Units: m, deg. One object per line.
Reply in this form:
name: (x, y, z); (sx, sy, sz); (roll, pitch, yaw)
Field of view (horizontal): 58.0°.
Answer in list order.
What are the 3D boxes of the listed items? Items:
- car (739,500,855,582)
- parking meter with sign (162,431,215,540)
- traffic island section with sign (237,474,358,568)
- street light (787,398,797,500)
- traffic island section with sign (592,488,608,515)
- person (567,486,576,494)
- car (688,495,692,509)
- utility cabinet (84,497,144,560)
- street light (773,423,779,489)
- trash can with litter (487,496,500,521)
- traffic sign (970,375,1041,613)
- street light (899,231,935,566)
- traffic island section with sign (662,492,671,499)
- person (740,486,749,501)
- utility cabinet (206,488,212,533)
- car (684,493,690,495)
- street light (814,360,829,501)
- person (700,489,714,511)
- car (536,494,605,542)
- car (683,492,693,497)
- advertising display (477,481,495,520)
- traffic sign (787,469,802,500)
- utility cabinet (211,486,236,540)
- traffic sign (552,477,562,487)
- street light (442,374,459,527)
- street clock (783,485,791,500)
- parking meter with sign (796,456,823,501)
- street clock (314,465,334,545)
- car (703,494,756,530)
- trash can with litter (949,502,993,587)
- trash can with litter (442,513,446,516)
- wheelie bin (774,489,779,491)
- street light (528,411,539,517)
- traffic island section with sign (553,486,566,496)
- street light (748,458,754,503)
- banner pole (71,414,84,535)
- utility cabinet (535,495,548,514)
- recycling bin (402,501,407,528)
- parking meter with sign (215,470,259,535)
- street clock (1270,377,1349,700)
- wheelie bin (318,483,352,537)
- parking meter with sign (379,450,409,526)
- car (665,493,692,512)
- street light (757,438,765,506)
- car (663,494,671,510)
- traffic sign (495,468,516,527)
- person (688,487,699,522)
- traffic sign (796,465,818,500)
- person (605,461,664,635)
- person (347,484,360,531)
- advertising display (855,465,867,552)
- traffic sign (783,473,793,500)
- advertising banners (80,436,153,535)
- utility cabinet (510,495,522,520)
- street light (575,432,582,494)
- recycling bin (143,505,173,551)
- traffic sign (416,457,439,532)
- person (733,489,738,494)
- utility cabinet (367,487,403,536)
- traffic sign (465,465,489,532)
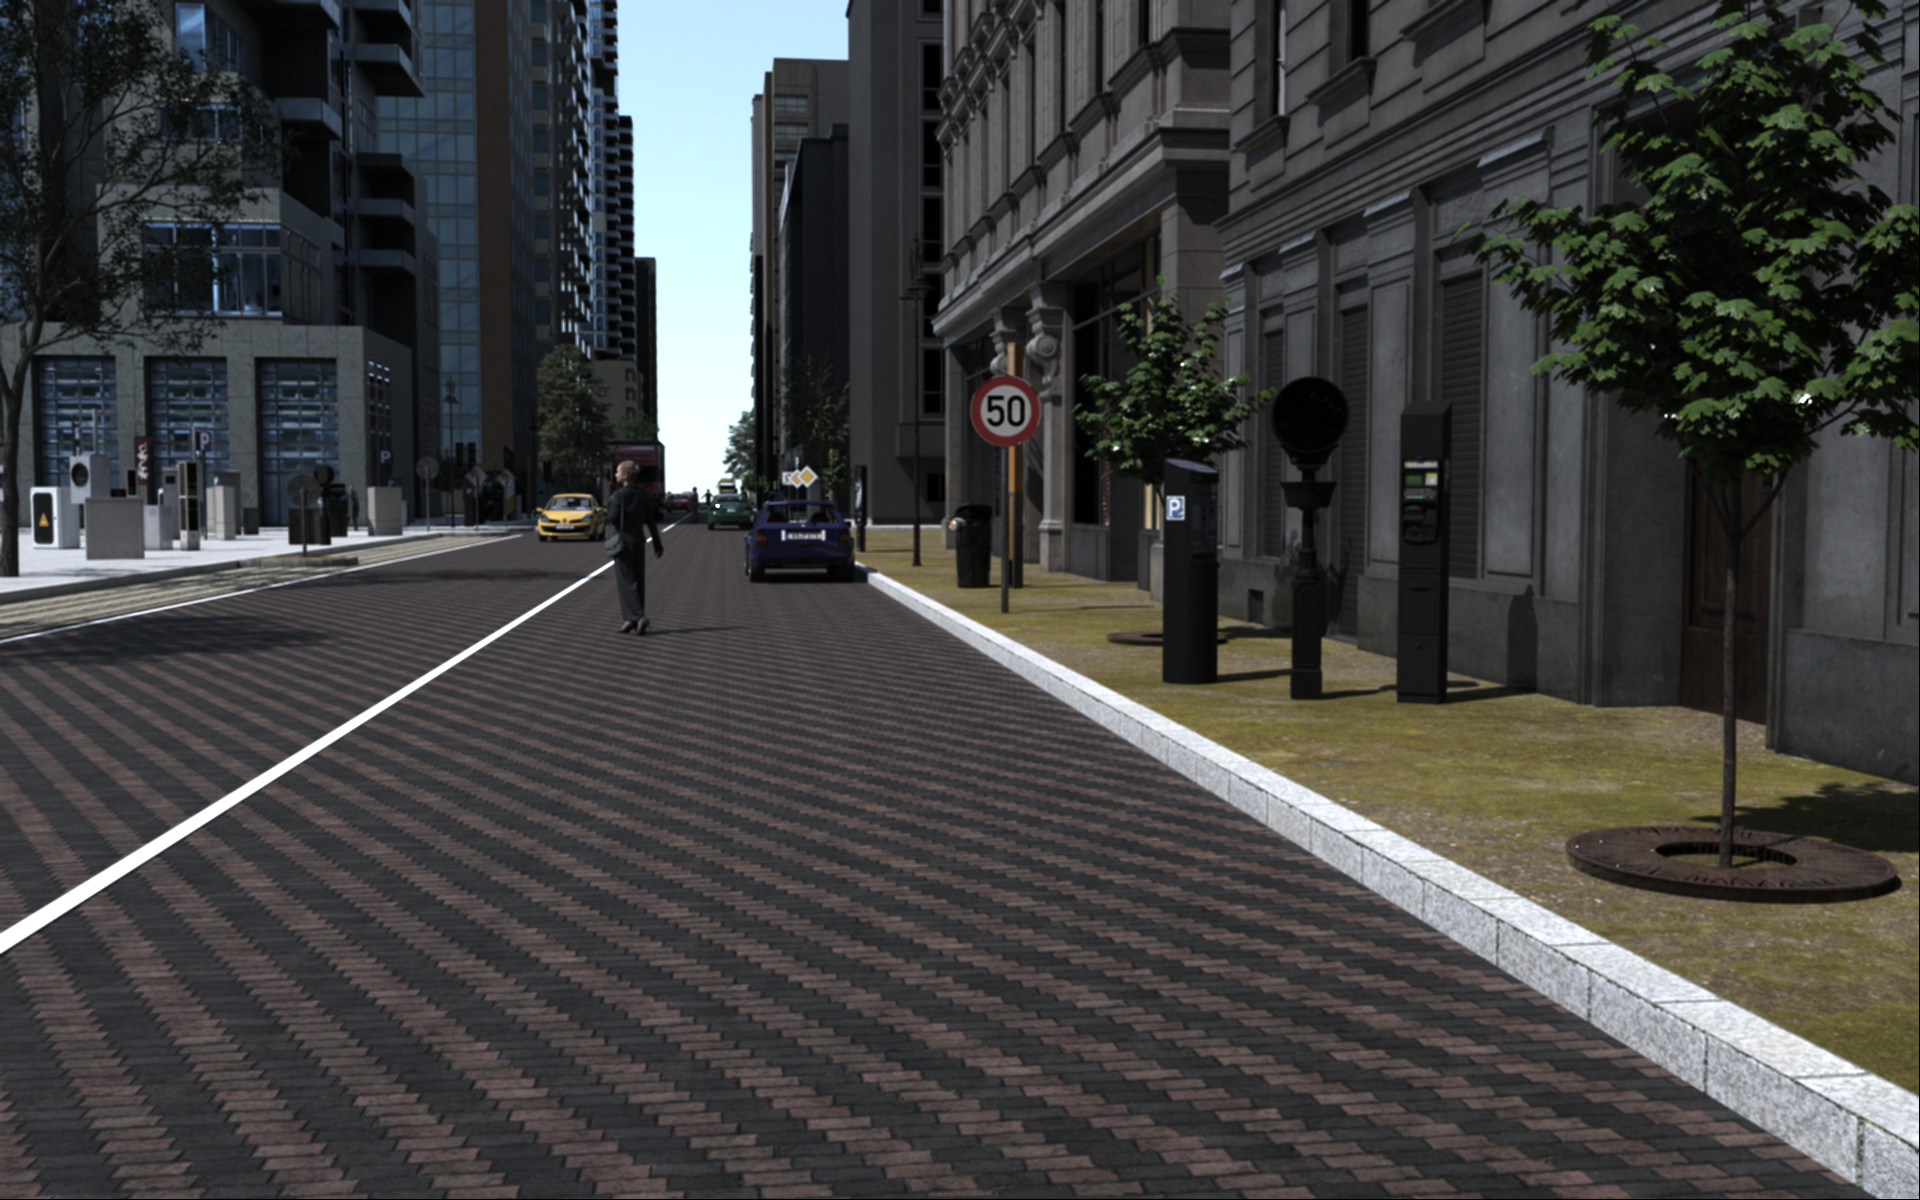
car: (-2.779, -1.035, 29.508); (1.945, 1.354, 3.894); (-1, 4, -9)
parking meter with sign: (-21.878, -3.191, 48.429); (1.738, 3.016, 0.543); (1, 4, 10)
traffic island section with sign: (-13.117, -1.580, 34.468); (1.989, 1.847, 2.006); (0, 4, -8)
street light: (-8.087, -6.757, 83.271); (0.468, 5.910, 1.993); (0, 4, -8)
traffic island section with sign: (-24.306, -6.583, 116.255); (1.989, 1.847, 2.006); (0, 4, -8)
person: (-18.973, -4.658, 84.637); (0.580, 1.828, 0.573); (2, 4, 28)
car: (-26.062, -9.261, 163.777); (2.083, 1.381, 4.827); (-1, 4, -9)
utility cabinet: (-16.610, -1.397, 34.011); (1.020, 1.237, 0.306); (-2, 4, -31)
street light: (-11.963, -8.554, 112.646); (0.468, 5.910, 1.993); (0, 4, -8)
trash can with litter: (-22.141, -4.321, 82.036); (0.624, 1.170, 1.055); (-2, 4, -24)
traffic sign: (0.486, -1.132, 18.620); (0.768, 2.556, 0.104); (0, 4, -5)
street light: (-0.769, -3.542, 30.694); (0.468, 5.910, 1.993); (0, 4, -8)
traffic island section with sign: (-45.985, -16.260, 274.484); (1.989, 1.847, 2.006); (0, 4, -8)
person: (-10.599, -4.677, 84.878); (0.656, 1.842, 0.836); (1, 4, 20)
utility cabinet: (-24.277, -2.954, 56.979); (0.318, 1.500, 1.173); (1, 4, 15)
car: (-31.034, -11.375, 195.579); (1.945, 1.707, 3.694); (0, 4, -7)
street light: (-4.823, -5.337, 60.044); (0.468, 5.910, 1.993); (0, 4, -8)
person: (-21.764, -8.659, 149.705); (1.348, 1.869, 0.705); (-1, 4, -20)
car: (-11.937, -2.637, 53.337); (2.015, 1.641, 3.980); (0, 4, -6)
car: (-39.965, -15.026, 254.352); (2.281, 1.827, 5.304); (0, 4, -7)
advertising display: (-23.433, -4.919, 85.643); (0.974, 1.923, 0.123); (2, 4, 24)
traffic sign: (-6.414, -3.954, 68.290); (0.795, 2.450, 0.064); (0, 4, -8)
utility cabinet: (-20.466, -2.419, 48.230); (0.318, 1.500, 1.173); (-2, 4, -35)
traffic sign: (-24.396, -6.284, 104.870); (0.606, 2.300, 0.079); (0, 4, 0)
street light: (-19.577, -5.743, 66.688); (0.468, 5.910, 1.993); (0, 4, -8)
street clock: (-8.095, -4.673, 80.969); (0.358, 2.002, 0.471); (-2, 4, -28)
parking meter with sign: (-6.730, -5.158, 80.595); (1.738, 3.016, 0.543); (-1, 4, -22)
street clock: (-15.936, -2.378, 43.446); (0.471, 2.002, 0.358); (2, 4, 23)
car: (-9.314, -3.569, 70.145); (2.131, 1.459, 4.920); (-1, 4, -9)
trash can with litter: (0.115, -0.768, 23.947); (0.624, 1.170, 1.055); (0, 4, -6)
trash can with litter: (-30.553, -5.441, 100.023); (2.233, 1.210, 1.678); (1, 4, 13)
wheelie bin: (-11.457, -6.152, 108.500); (0.693, 1.594, 0.980); (1, 4, 16)
street light: (-23.620, -7.538, 96.040); (0.468, 5.910, 1.993); (0, 4, -8)
traffic island section with sign: (-20.647, -4.949, 89.549); (1.989, 1.847, 2.006); (0, 4, -8)
street light: (-22.533, -13.213, 188.823); (0.468, 5.910, 1.993); (0, 4, -8)
banner pole: (-27.705, -3.934, 54.331); (0.401, 3.779, 0.863); (-3, 5, -43)
utility cabinet: (-26.512, -6.030, 109.747); (0.306, 1.237, 1.020); (2, 4, 25)
recycling bin: (-21.654, -3.295, 66.429); (0.722, 1.027, 0.722); (0, 4, -4)
parking meter with sign: (-22.822, -3.531, 53.991); (0.543, 3.016, 1.738); (3, 5, 43)
street clock: (2.173, -0.382, 10.820); (0.471, 2.002, 0.358); (0, 4, 8)
wheelie bin: (-18.638, -2.682, 51.753); (0.980, 1.594, 0.693); (-3, 5, -39)
parking meter with sign: (-22.662, -4.479, 69.495); (0.543, 3.016, 1.738); (0, 4, 5)
car: (-22.430, -7.904, 138.270); (2.155, 1.783, 4.494); (0, 4, -6)
street light: (-16.211, -10.374, 142.409); (0.468, 5.910, 1.993); (0, 4, -8)
car: (-25.925, -8.897, 155.684); (2.015, 1.641, 3.980); (-1, 4, -10)
traffic sign: (-17.508, -3.863, 66.797); (0.795, 2.450, 0.064); (0, 4, -8)
person: (-13.548, -4.852, 88.034); (0.583, 1.804, 0.606); (-1, 4, -10)
traffic sign: (-5.330, -3.470, 60.379); (0.795, 2.450, 0.064); (0, 4, -8)
person: (-3.326, -0.538, 17.725); (0.534, 1.772, 0.576); (1, 4, 17)
person: (-22.475, -3.383, 63.921); (0.767, 1.812, 0.694); (3, 4, 38)
advertising display: (-2.205, -2.036, 38.497); (0.123, 1.923, 0.974); (-1, 4, -13)
traffic sign: (-7.953, -4.797, 80.556); (0.606, 2.300, 0.079); (0, 4, -6)
advertising banners: (-25.404, -3.427, 52.214); (2.074, 3.025, 0.090); (-1, 4, -11)
utility cabinet: (-21.729, -4.499, 84.722); (0.306, 1.237, 1.020); (-2, 4, -31)
street light: (-27.705, -9.361, 125.844); (0.468, 5.910, 1.993); (0, 4, -8)
recycling bin: (-18.489, -1.653, 39.582); (0.722, 1.027, 0.722); (0, 4, -4)
traffic sign: (-18.206, -3.617, 59.241); (0.768, 2.556, 0.104); (0, 4, -5)
person: (-16.915, -7.497, 130.887); (0.447, 1.846, 0.655); (-1, 4, -15)
utility cabinet: (-17.508, -2.693, 52.715); (0.318, 1.500, 1.173); (2, 4, 23)
traffic sign: (-16.424, -3.379, 58.885); (0.795, 2.450, 0.064); (0, 4, -8)
